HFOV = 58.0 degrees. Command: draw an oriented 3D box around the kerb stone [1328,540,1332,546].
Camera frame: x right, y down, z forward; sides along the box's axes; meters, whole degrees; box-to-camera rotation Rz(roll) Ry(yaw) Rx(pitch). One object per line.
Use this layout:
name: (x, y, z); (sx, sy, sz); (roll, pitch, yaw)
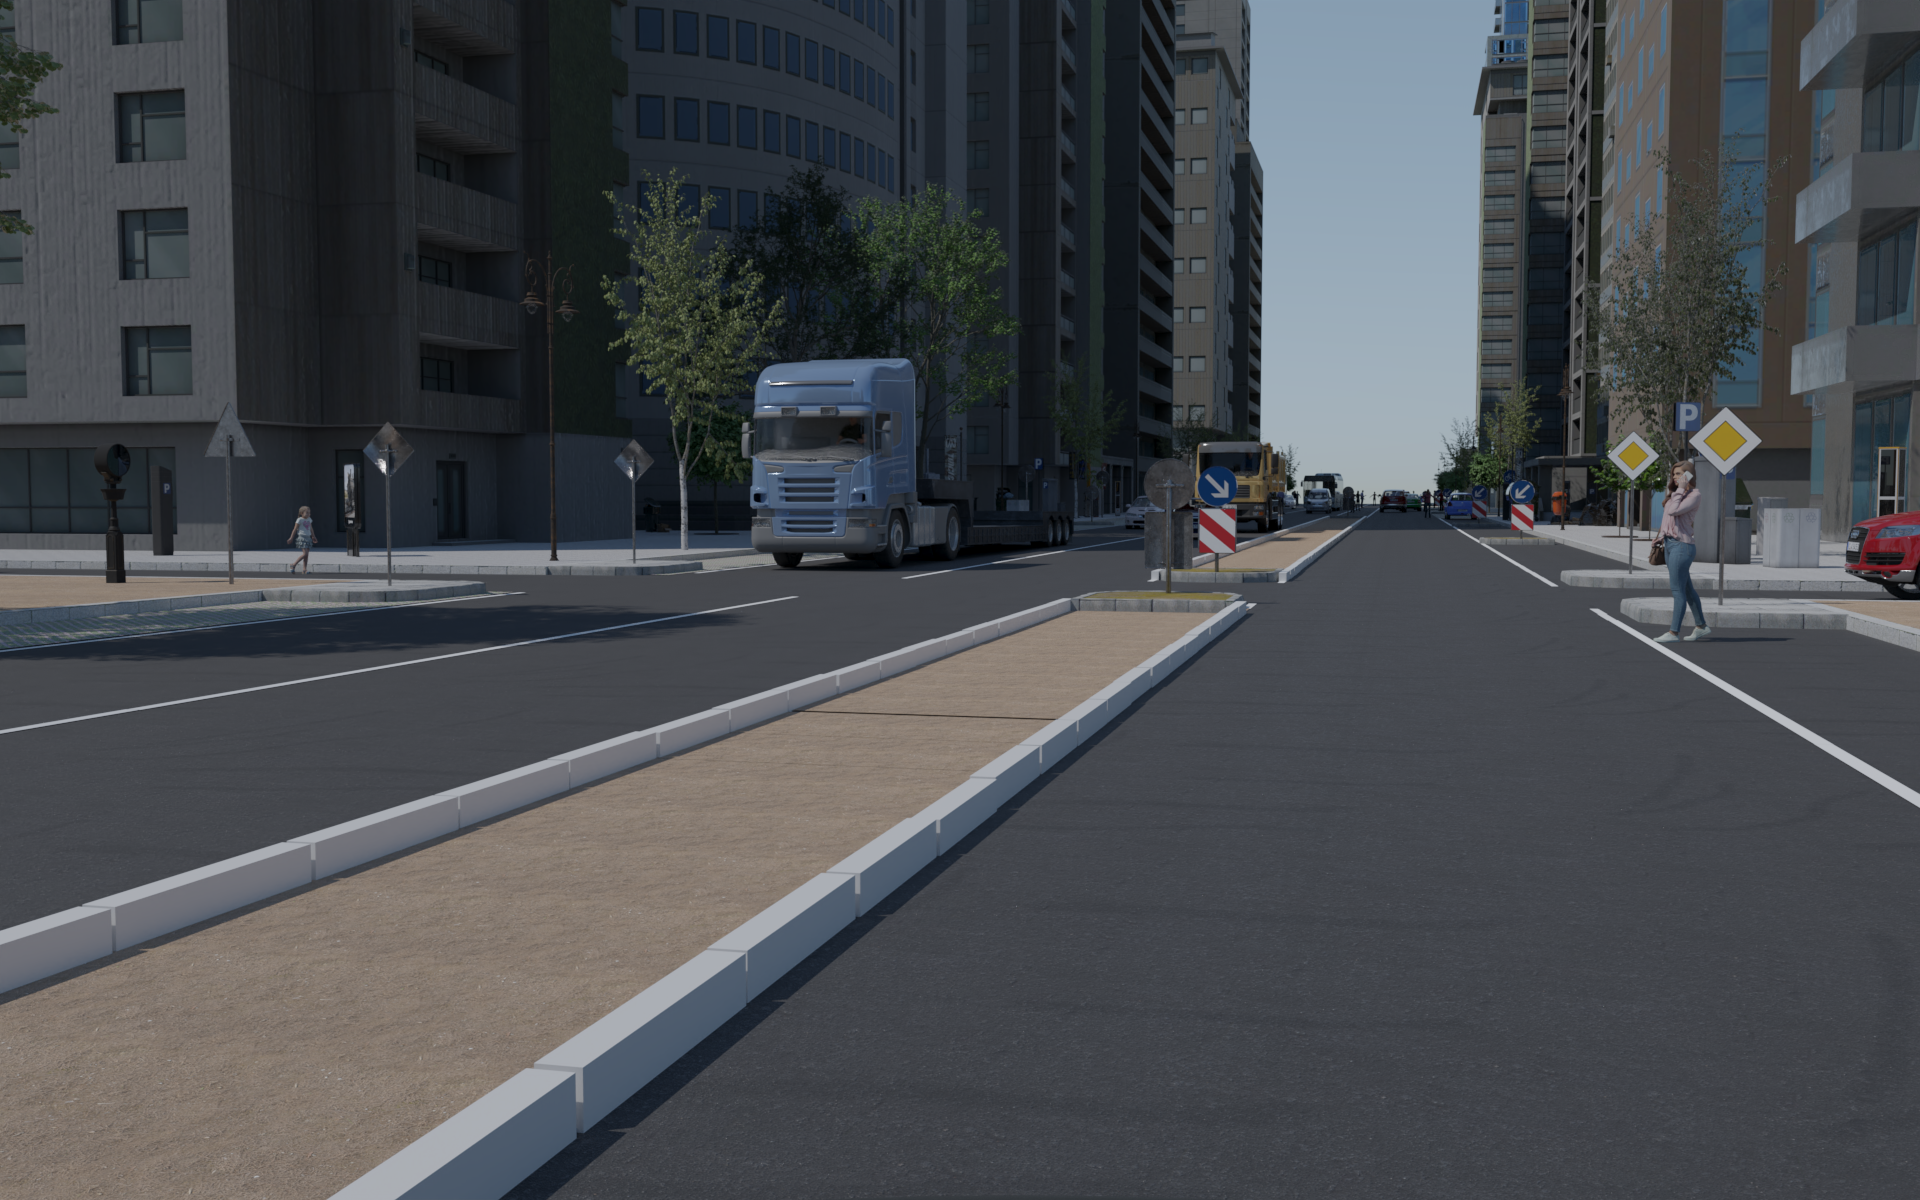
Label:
kerb stone: (9.659, -1.434, 45.636); (0.120, 0.150, 1.000); (1, 4, 14)

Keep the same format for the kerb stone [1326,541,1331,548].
kerb stone: (9.412, -1.373, 44.645); (0.120, 0.150, 1.000); (1, 4, 14)

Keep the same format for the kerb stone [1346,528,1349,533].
kerb stone: (13.436, -2.346, 60.558); (0.120, 0.150, 1.000); (1, 4, 14)

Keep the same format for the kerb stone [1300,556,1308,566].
kerb stone: (6.648, -0.706, 33.741); (0.120, 0.150, 1.000); (1, 4, 14)

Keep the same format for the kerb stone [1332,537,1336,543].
kerb stone: (10.419, -1.616, 48.623); (0.120, 0.150, 1.000); (1, 4, 14)

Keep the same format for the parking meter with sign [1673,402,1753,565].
parking meter with sign: (14.036, -2.199, 32.219); (0.543, 3.016, 1.738); (-1, 4, -15)

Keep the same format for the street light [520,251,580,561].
street light: (-7.797, -3.688, 33.089); (0.468, 5.910, 1.993); (1, 4, 14)

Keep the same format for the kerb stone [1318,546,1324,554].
kerb stone: (8.408, -1.123, 40.680); (0.120, 0.150, 1.000); (1, 4, 14)

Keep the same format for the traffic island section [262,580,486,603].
traffic island section: (-7.982, -0.117, 24.187); (2.009, 0.180, 2.903); (1, 4, 14)

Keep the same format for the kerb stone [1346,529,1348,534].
kerb stone: (13.185, -2.280, 59.560); (0.120, 0.150, 1.000); (1, 4, 14)

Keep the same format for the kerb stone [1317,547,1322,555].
kerb stone: (8.162, -1.069, 39.688); (0.120, 0.150, 1.000); (1, 4, 14)

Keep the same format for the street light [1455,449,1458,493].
street light: (49.603, -12.259, 173.219); (0.468, 5.910, 1.993); (1, 4, 14)

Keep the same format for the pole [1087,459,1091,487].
pole: (7.367, -6.436, 99.079); (0.158, 3.312, 0.155); (0, 3, 0)

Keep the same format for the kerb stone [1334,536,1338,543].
kerb stone: (10.670, -1.677, 49.617); (0.120, 0.150, 1.000); (1, 4, 14)

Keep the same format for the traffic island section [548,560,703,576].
traffic island section: (-6.024, -0.590, 31.929); (2.009, 0.180, 2.903); (1, 4, 14)

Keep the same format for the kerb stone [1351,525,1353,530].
kerb stone: (14.695, -2.649, 65.511); (0.120, 0.150, 1.000); (1, 4, 14)

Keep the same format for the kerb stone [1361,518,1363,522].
kerb stone: (19.471, -3.803, 84.411); (0.120, 0.150, 1.000); (1, 4, 14)

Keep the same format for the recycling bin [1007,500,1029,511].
recycling bin: (2.477, -3.769, 74.170); (0.722, 1.027, 0.722); (3, 4, 39)

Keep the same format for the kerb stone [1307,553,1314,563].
kerb stone: (7.156, -0.827, 35.720); (0.120, 0.150, 1.000); (1, 4, 14)

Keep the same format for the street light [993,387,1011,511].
street light: (1.719, -5.976, 70.490); (0.468, 5.910, 1.993); (1, 4, 14)

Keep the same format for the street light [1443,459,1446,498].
street light: (60.783, -14.956, 217.317); (0.468, 5.910, 1.993); (1, 4, 14)

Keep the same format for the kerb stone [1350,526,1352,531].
kerb stone: (14.447, -2.587, 64.519); (0.120, 0.150, 1.000); (1, 4, 14)

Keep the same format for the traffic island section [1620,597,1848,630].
traffic island section: (8.781, 0.142, 19.956); (2.009, 0.180, 2.903); (1, 4, 14)

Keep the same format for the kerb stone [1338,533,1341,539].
kerb stone: (11.421, -1.859, 52.590); (0.120, 0.150, 1.000); (1, 4, 14)

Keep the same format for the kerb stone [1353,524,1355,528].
kerb stone: (15.451, -2.831, 68.509); (0.120, 0.150, 1.000); (1, 4, 14)

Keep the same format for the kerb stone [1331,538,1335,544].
kerb stone: (10.164, -1.555, 47.625); (0.120, 0.150, 1.000); (1, 4, 14)

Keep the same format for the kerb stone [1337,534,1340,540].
kerb stone: (11.173, -1.796, 51.598); (0.120, 0.150, 1.000); (1, 4, 14)

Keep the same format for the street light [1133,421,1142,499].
street light: (10.893, -8.193, 106.743); (0.468, 5.910, 1.993); (1, 4, 14)

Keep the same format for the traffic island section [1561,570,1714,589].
traffic island section: (10.740, -0.331, 27.698); (2.009, 0.180, 2.903); (1, 4, 14)

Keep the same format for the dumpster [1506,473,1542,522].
dumpster: (26.484, -4.822, 81.332); (1.502, 2.255, 1.985); (1, 4, 14)

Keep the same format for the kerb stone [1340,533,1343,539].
kerb stone: (11.682, -1.920, 53.585); (0.120, 0.150, 1.000); (1, 4, 14)

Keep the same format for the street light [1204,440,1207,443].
street light: (20.447, -10.496, 144.403); (0.468, 5.910, 1.993); (1, 4, 14)

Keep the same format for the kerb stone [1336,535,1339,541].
kerb stone: (10.919, -1.735, 50.608); (0.120, 0.150, 1.000); (1, 4, 14)

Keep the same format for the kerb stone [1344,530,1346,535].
kerb stone: (12.683, -2.162, 57.566); (0.120, 0.150, 1.000); (1, 4, 14)

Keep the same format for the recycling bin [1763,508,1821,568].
recycling bin: (14.513, -1.081, 30.231); (0.722, 1.027, 0.722); (0, 4, 5)

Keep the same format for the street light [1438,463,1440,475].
street light: (70.299, -17.226, 254.433); (0.468, 5.910, 1.993); (1, 4, 14)

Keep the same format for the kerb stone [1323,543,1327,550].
kerb stone: (8.905, -1.252, 42.662); (0.120, 0.150, 1.000); (1, 4, 14)

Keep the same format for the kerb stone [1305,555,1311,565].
kerb stone: (6.900, -0.767, 34.731); (0.120, 0.150, 1.000); (1, 4, 14)

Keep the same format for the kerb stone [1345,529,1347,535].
kerb stone: (12.940, -2.223, 58.566); (0.120, 0.150, 1.000); (1, 4, 14)

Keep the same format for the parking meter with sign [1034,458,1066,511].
parking meter with sign: (4.422, -5.400, 84.543); (1.738, 3.016, 0.543); (-3, 5, -44)

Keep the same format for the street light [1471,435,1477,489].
street light: (40.142, -9.953, 135.518); (0.468, 5.910, 1.993); (1, 4, 14)

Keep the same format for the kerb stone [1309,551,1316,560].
kerb stone: (7.414, -0.885, 36.711); (0.120, 0.150, 1.000); (1, 4, 14)

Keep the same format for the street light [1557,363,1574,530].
street light: (21.412, -5.417, 61.353); (0.468, 5.910, 1.993); (1, 4, 14)

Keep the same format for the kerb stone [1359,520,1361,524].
kerb stone: (17.966, -3.437, 78.461); (0.120, 0.150, 1.000); (1, 4, 14)

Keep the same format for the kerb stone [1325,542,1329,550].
kerb stone: (9.162, -1.312, 43.651); (0.120, 0.150, 1.000); (1, 4, 14)

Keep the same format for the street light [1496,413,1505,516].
street light: (30.893, -7.727, 99.127); (0.468, 5.910, 1.993); (1, 4, 14)

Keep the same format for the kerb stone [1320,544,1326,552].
kerb stone: (8.658, -1.191, 41.670); (0.120, 0.150, 1.000); (1, 4, 14)

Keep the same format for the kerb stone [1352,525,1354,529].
kerb stone: (14.947, -2.710, 66.510); (0.120, 0.150, 1.000); (1, 4, 14)

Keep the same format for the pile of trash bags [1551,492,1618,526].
pile of trash bags: (25.435, -3.652, 69.464); (3.447, 1.369, 1.912); (0, 4, -2)

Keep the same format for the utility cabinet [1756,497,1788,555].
utility cabinet: (17.180, -1.557, 36.626); (0.306, 1.237, 1.020); (3, 5, 44)

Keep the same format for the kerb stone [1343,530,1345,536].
kerb stone: (12.432, -2.103, 56.575); (0.120, 0.150, 1.000); (1, 4, 14)

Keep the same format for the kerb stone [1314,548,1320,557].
kerb stone: (7.908, -1.007, 38.695); (0.120, 0.150, 1.000); (1, 4, 14)

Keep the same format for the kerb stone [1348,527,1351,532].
kerb stone: (13.942, -2.463, 62.539); (0.120, 0.150, 1.000); (1, 4, 14)

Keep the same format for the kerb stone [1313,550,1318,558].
kerb stone: (7.652, -0.949, 37.705); (0.120, 0.150, 1.000); (1, 4, 14)

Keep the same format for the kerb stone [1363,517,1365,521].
kerb stone: (20.239, -3.988, 87.398); (0.120, 0.150, 1.000); (1, 4, 14)

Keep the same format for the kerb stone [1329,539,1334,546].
kerb stone: (9.916, -1.494, 46.628); (0.120, 0.150, 1.000); (1, 4, 14)

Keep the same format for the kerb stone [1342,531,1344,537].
kerb stone: (12.179, -2.041, 55.584); (0.120, 0.150, 1.000); (1, 4, 14)

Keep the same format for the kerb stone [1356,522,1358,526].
kerb stone: (16.697, -3.136, 73.473); (0.120, 0.150, 1.000); (1, 4, 14)

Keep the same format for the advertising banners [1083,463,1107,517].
advertising banners: (7.510, -6.094, 95.827); (0.090, 3.025, 2.074); (3, 5, 42)
